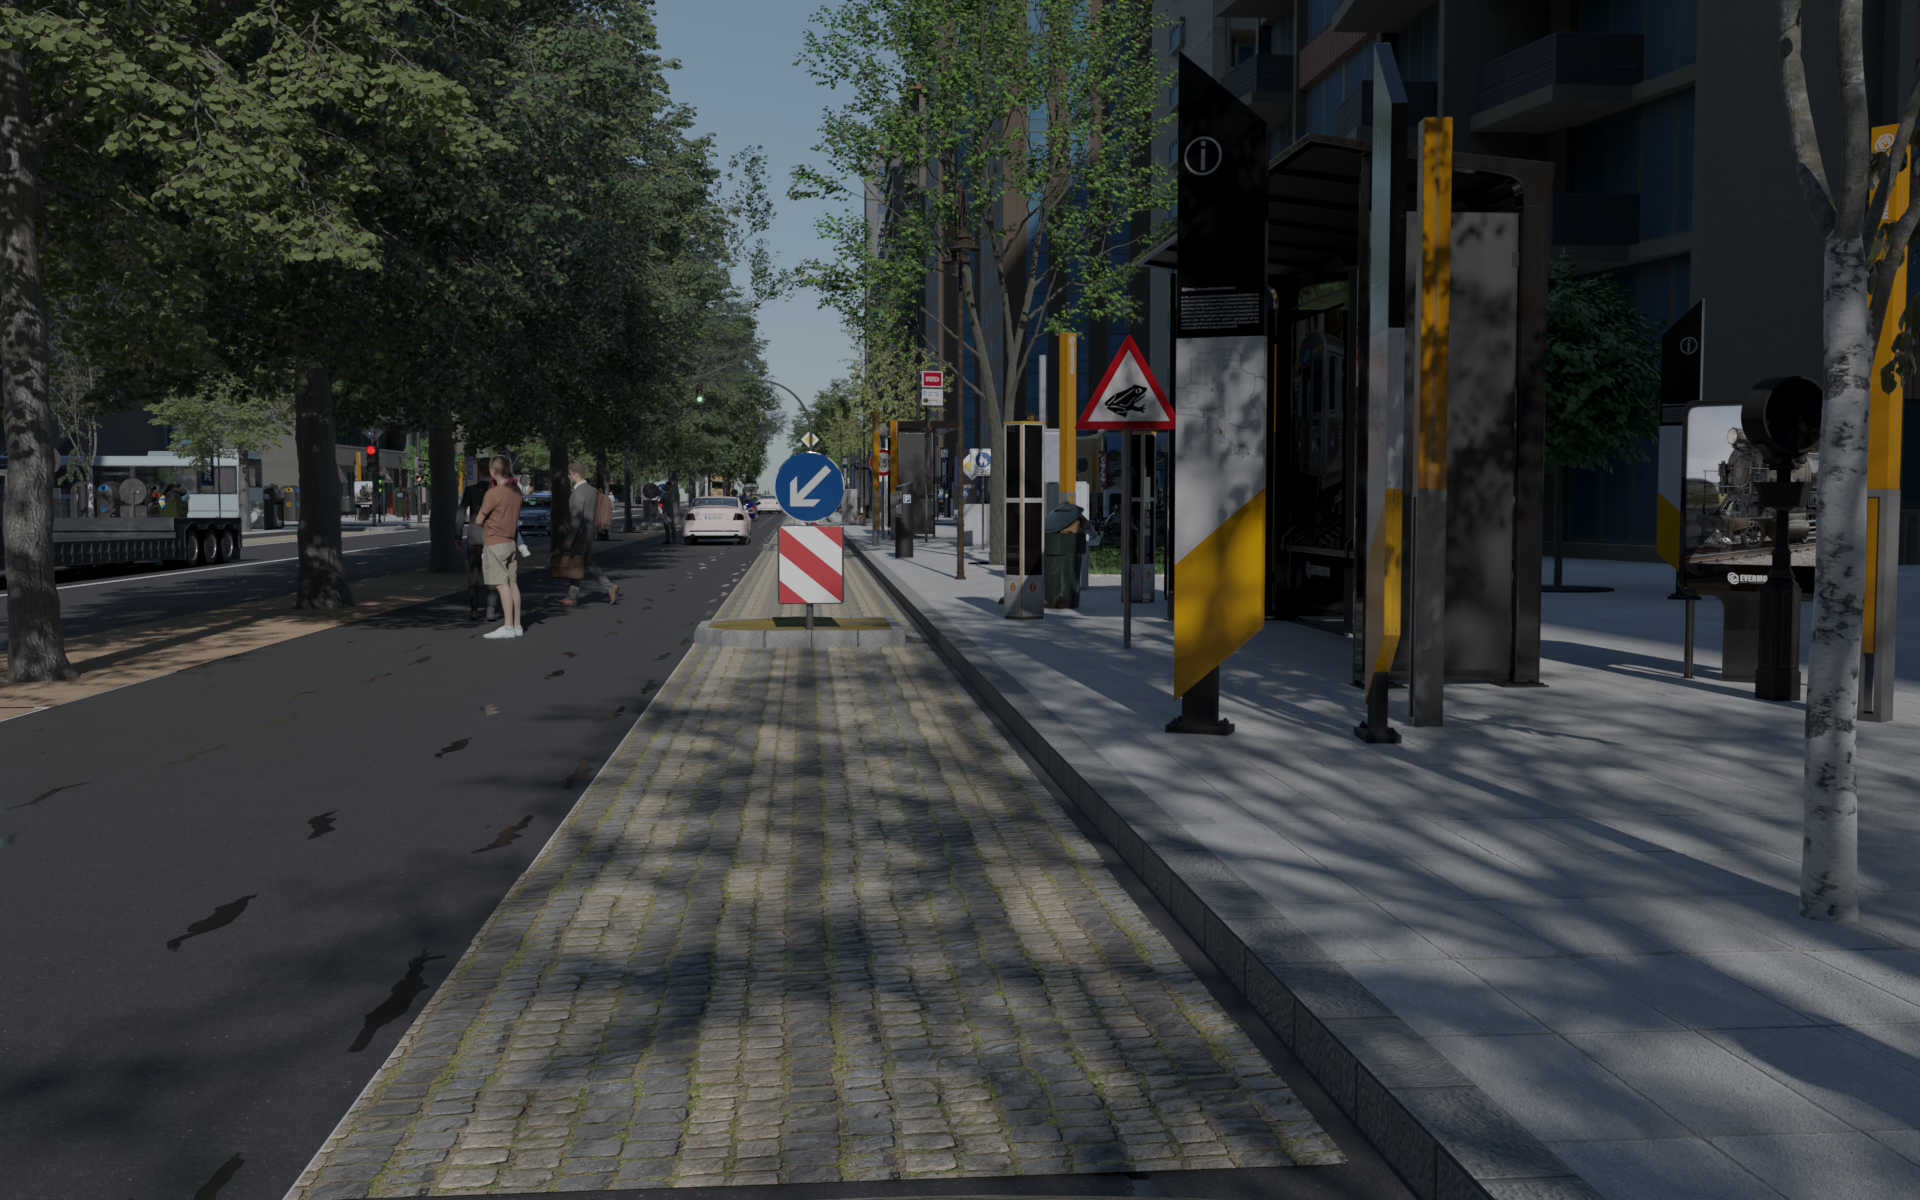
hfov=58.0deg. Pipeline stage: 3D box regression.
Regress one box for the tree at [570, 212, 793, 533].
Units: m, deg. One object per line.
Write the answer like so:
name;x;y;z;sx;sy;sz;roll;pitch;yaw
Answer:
tree;-12.217;-9.202;63.277;12.009;13.543;11.850;0;3;0

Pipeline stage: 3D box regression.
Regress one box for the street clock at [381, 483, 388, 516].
street clock;-34.433;-6.049;103.474;0.358;2.002;0.471;2;4;33

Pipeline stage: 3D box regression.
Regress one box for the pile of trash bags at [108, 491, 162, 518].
pile of trash bags;-25.046;-2.663;53.296;1.912;1.369;3.447;-1;4;-10

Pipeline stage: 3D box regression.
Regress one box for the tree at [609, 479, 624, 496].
tree;-35.926;-11.476;182.230;1.663;3.219;1.824;0;3;0

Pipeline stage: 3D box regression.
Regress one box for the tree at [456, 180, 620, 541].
tree;-10.967;-7.593;52.354;9.928;11.665;9.643;0;3;0

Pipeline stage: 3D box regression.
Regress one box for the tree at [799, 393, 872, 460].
tree;-11.361;-13.705;158.487;7.601;10.594;8.767;0;4;6

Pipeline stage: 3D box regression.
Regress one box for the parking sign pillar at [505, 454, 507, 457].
parking sign pillar;-30.881;-7.924;118.024;1.447;3.967;1.447;-2;4;-24

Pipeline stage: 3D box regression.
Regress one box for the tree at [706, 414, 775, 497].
tree;-18.688;-12.308;138.099;8.767;10.594;7.601;0;4;-5

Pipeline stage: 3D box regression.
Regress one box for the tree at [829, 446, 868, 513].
tree;-7.612;-8.322;119.777;4.285;4.588;4.351;0;3;0

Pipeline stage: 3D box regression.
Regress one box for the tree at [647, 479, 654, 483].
tree;-38.164;-13.329;212.522;1.663;3.219;1.824;0;3;0

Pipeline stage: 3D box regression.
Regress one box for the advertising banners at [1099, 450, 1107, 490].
advertising banners;6.170;-4.458;69.072;0.090;3.025;2.074;-2;4;-34

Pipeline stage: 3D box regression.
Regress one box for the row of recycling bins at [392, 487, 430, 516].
row of recycling bins;-33.217;-5.988;105.019;1.069;1.692;3.534;1;4;12

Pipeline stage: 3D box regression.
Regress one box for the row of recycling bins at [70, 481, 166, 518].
row of recycling bins;-27.077;-2.987;55.948;3.534;1.692;1.069;1;4;11

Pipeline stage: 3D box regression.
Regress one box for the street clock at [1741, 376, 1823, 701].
street clock;5.106;-0.378;10.757;0.471;2.002;0.358;-1;4;-12

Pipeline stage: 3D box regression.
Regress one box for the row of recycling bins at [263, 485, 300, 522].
row of recycling bins;-33.845;-4.692;83.834;3.534;1.692;1.069;1;4;10

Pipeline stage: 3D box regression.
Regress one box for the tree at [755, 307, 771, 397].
tree;-13.240;-10.452;79.998;9.857;13.997;8.962;0;3;0

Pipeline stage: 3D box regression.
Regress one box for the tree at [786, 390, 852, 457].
tree;-16.826;-18.797;213.992;9.857;13.997;8.962;0;3;0

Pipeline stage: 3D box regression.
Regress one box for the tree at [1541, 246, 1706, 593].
tree;7.963;-2.410;23.120;4.285;4.588;4.351;0;3;0

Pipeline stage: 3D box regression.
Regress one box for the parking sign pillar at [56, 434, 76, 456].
parking sign pillar;-39.698;-5.388;76.572;1.447;3.967;1.447;1;4;13

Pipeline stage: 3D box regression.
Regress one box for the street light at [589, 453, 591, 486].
street light;-32.472;-10.977;152.258;0.468;5.910;1.993;0;4;-5

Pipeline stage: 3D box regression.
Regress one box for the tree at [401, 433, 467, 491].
tree;-26.839;-6.382;88.059;4.285;4.588;4.351;0;3;0

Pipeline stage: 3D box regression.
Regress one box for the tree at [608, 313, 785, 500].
tree;-15.510;-11.281;103.906;9.611;12.733;9.660;0;3;0

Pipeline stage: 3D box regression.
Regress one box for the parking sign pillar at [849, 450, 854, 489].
parking sign pillar;-6.180;-7.253;107.064;1.447;3.967;1.447;-1;4;-18

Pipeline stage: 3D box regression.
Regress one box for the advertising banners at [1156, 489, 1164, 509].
advertising banners;5.657;-3.286;49.913;0.090;3.025;2.074;-1;4;-12

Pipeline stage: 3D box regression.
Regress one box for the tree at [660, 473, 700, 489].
tree;-43.710;-21.126;263.542;7.486;12.596;7.792;0;3;0

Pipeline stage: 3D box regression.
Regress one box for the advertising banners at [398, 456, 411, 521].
advertising banners;-26.203;-5.228;81.668;0.090;3.025;2.074;0;4;-4

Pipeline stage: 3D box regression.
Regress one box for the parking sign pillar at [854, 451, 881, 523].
parking sign pillar;-3.779;-5.418;77.053;1.447;3.967;1.447;-1;4;-10

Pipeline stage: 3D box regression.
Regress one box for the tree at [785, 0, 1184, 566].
tree;0.733;-6.453;31.260;9.928;11.665;9.643;0;3;0

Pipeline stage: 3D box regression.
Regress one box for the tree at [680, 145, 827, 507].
tree;-13.228;-14.330;92.647;12.611;20.169;13.585;0;3;0

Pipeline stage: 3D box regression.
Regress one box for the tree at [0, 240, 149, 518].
tree;-24.646;-5.995;48.377;4.360;8.622;3.978;0;3;0

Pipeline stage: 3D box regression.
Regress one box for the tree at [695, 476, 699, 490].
tree;-46.266;-21.578;303.162;4.737;8.622;4.395;0;3;0

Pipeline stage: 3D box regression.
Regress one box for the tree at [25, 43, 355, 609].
tree;-7.939;-6.854;21.179;9.857;13.997;8.962;0;3;0

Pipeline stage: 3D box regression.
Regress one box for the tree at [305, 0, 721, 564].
tree;-9.753;-8.136;42.135;9.857;13.997;8.962;0;3;0

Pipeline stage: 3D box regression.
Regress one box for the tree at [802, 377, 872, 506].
tree;-11.437;-15.317;168.566;7.486;12.596;7.792;0;3;0

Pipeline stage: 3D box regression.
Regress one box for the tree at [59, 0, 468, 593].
tree;-9.318;-7.457;31.033;9.857;13.997;8.962;0;3;0

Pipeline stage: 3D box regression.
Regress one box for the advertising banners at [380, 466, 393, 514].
advertising banners;-35.793;-6.902;109.029;2.074;3.025;0.090;2;4;34

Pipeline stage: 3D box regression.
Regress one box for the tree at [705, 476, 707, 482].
tree;-45.667;-22.995;294.090;7.486;12.596;7.792;0;3;0

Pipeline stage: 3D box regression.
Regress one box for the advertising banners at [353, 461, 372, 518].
advertising banners;-31.558;-5.826;91.436;0.090;3.025;2.074;0;4;5

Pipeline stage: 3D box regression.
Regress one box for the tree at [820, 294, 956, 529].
tree;-2.593;-6.936;63.758;4.737;8.622;4.395;0;3;0

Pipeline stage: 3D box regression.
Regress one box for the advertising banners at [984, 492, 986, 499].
advertising banners;2.819;-8.445;134.264;2.074;3.025;0.090;-1;4;-20

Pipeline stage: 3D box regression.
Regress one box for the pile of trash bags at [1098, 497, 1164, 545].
pile of trash bags;4.738;-2.009;42.593;1.912;1.369;3.447;2;4;26

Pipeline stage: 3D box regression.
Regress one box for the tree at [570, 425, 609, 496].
tree;-33.670;-15.188;165.338;9.611;12.733;9.660;0;3;0

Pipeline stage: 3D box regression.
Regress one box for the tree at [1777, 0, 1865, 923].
tree;2.857;-3.336;4.907;4.360;8.622;3.978;0;3;0

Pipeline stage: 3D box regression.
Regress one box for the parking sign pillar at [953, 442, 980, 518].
parking sign pillar;0.355;-6.210;90.000;1.447;3.967;1.447;2;4;24

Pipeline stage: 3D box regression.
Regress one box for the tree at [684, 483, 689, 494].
tree;-44.569;-17.623;282.730;1.663;3.219;1.824;0;3;0

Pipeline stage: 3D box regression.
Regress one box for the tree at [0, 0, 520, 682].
tree;-6.945;-5.623;12.521;7.486;12.596;7.792;0;3;0
